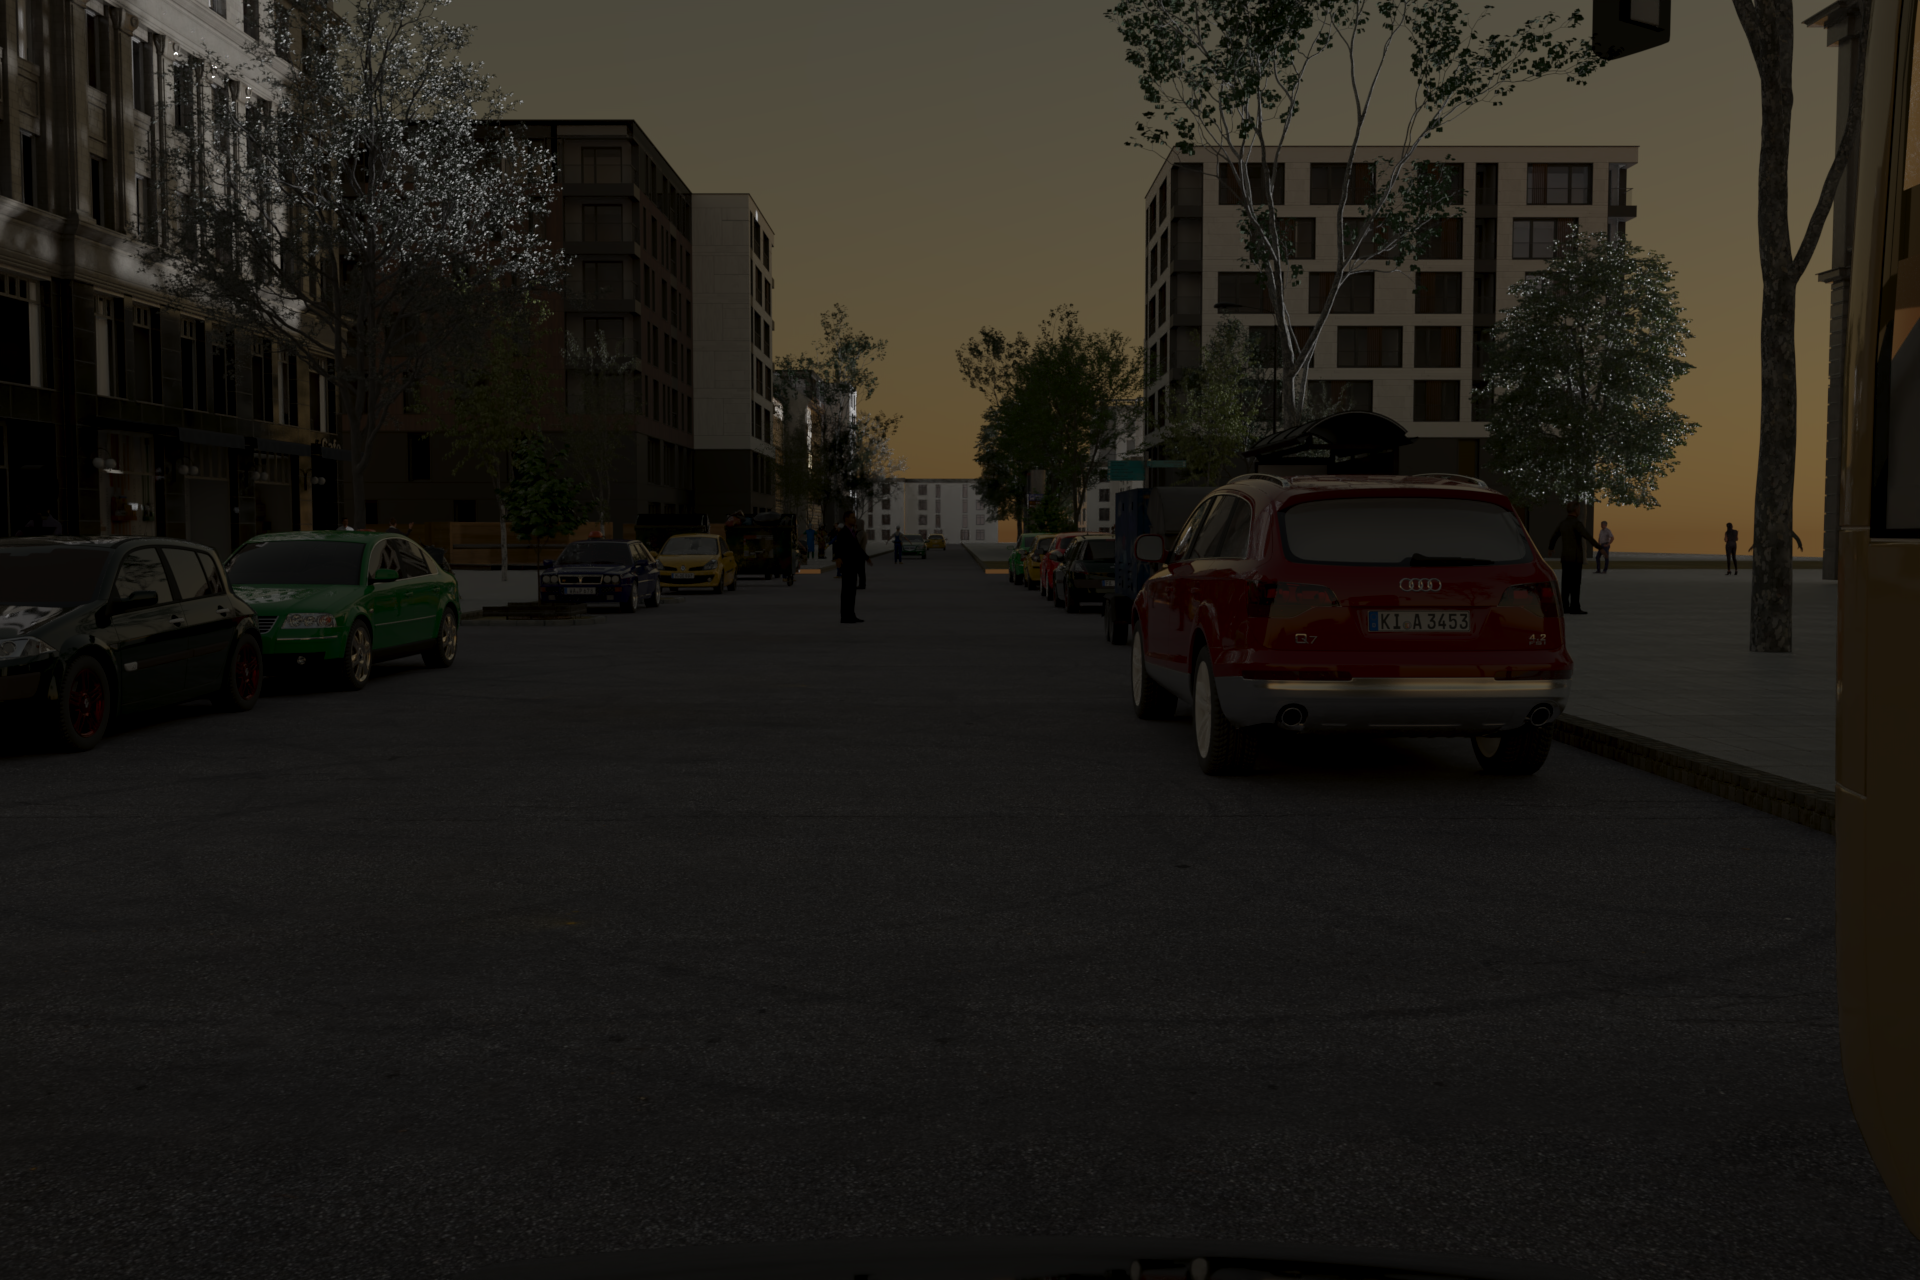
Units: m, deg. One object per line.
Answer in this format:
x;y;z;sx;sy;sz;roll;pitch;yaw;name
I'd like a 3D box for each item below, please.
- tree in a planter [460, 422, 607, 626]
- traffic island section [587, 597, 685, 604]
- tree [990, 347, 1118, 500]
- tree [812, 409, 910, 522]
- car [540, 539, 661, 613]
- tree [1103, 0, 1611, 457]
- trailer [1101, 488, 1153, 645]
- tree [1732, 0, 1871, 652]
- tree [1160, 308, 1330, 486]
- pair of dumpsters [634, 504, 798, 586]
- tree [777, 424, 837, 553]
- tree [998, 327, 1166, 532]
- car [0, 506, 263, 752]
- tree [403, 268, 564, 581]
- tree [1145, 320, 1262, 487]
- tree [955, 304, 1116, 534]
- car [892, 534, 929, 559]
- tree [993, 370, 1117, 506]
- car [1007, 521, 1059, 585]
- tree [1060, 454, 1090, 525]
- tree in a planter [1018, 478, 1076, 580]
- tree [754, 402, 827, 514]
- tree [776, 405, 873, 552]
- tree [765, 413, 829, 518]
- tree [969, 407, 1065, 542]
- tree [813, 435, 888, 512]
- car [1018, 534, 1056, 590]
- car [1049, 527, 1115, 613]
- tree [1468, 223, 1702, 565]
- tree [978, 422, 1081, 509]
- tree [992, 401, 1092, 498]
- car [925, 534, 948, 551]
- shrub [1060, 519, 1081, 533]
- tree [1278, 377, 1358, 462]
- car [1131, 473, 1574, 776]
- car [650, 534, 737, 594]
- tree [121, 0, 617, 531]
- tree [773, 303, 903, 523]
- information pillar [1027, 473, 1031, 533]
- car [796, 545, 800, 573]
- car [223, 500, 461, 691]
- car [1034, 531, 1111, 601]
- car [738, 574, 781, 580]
-6.793;-1.873;27.851;1.991;3.239;1.994;0;3;0;tree in a planter
-6.831;-0.823;36.326;1.991;0.108;1.994;0;3;0;traffic island section
5.194;-10.393;95.675;9.928;11.665;9.643;0;3;0;tree
-9.940;-15.816;168.956;12.009;13.543;11.850;0;3;0;tree
-6.753;-1.226;32.628;1.945;1.354;3.894;0;4;0;car
9.419;-11.499;43.896;12.611;20.169;13.585;0;3;0;tree
2.648;-1.002;23.429;1.471;1.999;3.904;0;4;-1;trailer
7.459;-9.907;17.864;12.611;20.169;13.585;0;3;0;tree
11.736;-8.388;71.558;7.601;10.594;8.767;1;4;10;tree
-6.712;-2.620;47.780;4.436;2.255;1.574;0;3;0;pair of dumpsters
-10.009;-10.097;115.448;4.360;8.622;3.978;0;3;0;tree
5.899;-9.768;85.460;9.928;11.665;9.643;0;3;0;tree
-6.588;-0.172;12.599;2.009;1.686;4.222;0;3;0;car
-12.528;-5.894;46.723;4.737;8.622;4.395;0;3;0;tree
8.657;-6.714;60.142;4.737;8.622;4.395;0;3;0;tree
6.753;-17.453;141.250;12.611;20.169;13.585;0;3;0;tree
-2.869;-5.423;100.460;2.131;1.459;4.920;0;4;0;car
5.837;-11.079;106.891;9.928;11.665;9.643;0;3;0;tree
2.363;-2.520;49.992;1.959;1.807;4.718;0;4;-2;car
18.047;-21.642;260.500;9.857;13.997;8.962;0;3;0;tree
2.772;-3.530;54.935;1.991;3.239;1.994;0;4;0;tree in a planter
-9.962;-9.010;97.679;4.360;8.622;3.978;0;3;0;tree
-10.168;-11.736;126.288;8.767;10.594;7.601;2;4;28;tree
-10.061;-9.408;104.181;4.360;8.622;3.978;0;3;0;tree
5.390;-15.342;157.491;9.857;13.997;8.962;0;3;0;tree
-10.333;-13.656;157.687;8.767;10.594;7.601;2;4;30;tree
2.563;-2.157;45.493;2.015;1.641;3.980;0;3;0;car
2.725;-1.402;32.711;2.009;1.686;4.222;0;4;-1;car
26.129;-10.143;72.501;9.857;13.997;8.962;0;3;0;tree
5.382;-11.956;129.894;8.767;10.594;7.601;0;4;7;tree
5.692;-11.826;119.106;9.928;11.665;9.643;0;3;0;tree
-2.097;-8.686;152.235;2.015;1.641;3.980;0;3;0;car
4.523;-4.230;73.581;1.690;2.028;1.600;0;3;0;shrub
17.177;-7.956;80.445;4.360;8.622;3.978;0;3;0;tree
2.407;-0.193;11.827;2.281;1.827;5.304;0;4;-1;car
-6.499;-1.969;42.423;2.015;1.641;3.980;0;4;-1;car
-12.491;-7.680;35.945;12.009;13.543;11.850;0;3;0;tree
-11.099;-17.665;144.706;12.611;20.169;13.585;0;3;0;tree
3.184;-5.162;73.780;0.750;3.857;0.750;0;4;-1;information pillar
-6.780;-3.245;62.844;2.009;1.686;4.222;0;4;0;car
-6.350;-0.514;17.204;1.959;1.807;4.718;0;4;0;car
2.749;-1.816;38.740;2.155;1.783;4.494;0;3;0;car
-6.715;-2.760;55.345;2.015;1.641;3.980;0;4;0;car
